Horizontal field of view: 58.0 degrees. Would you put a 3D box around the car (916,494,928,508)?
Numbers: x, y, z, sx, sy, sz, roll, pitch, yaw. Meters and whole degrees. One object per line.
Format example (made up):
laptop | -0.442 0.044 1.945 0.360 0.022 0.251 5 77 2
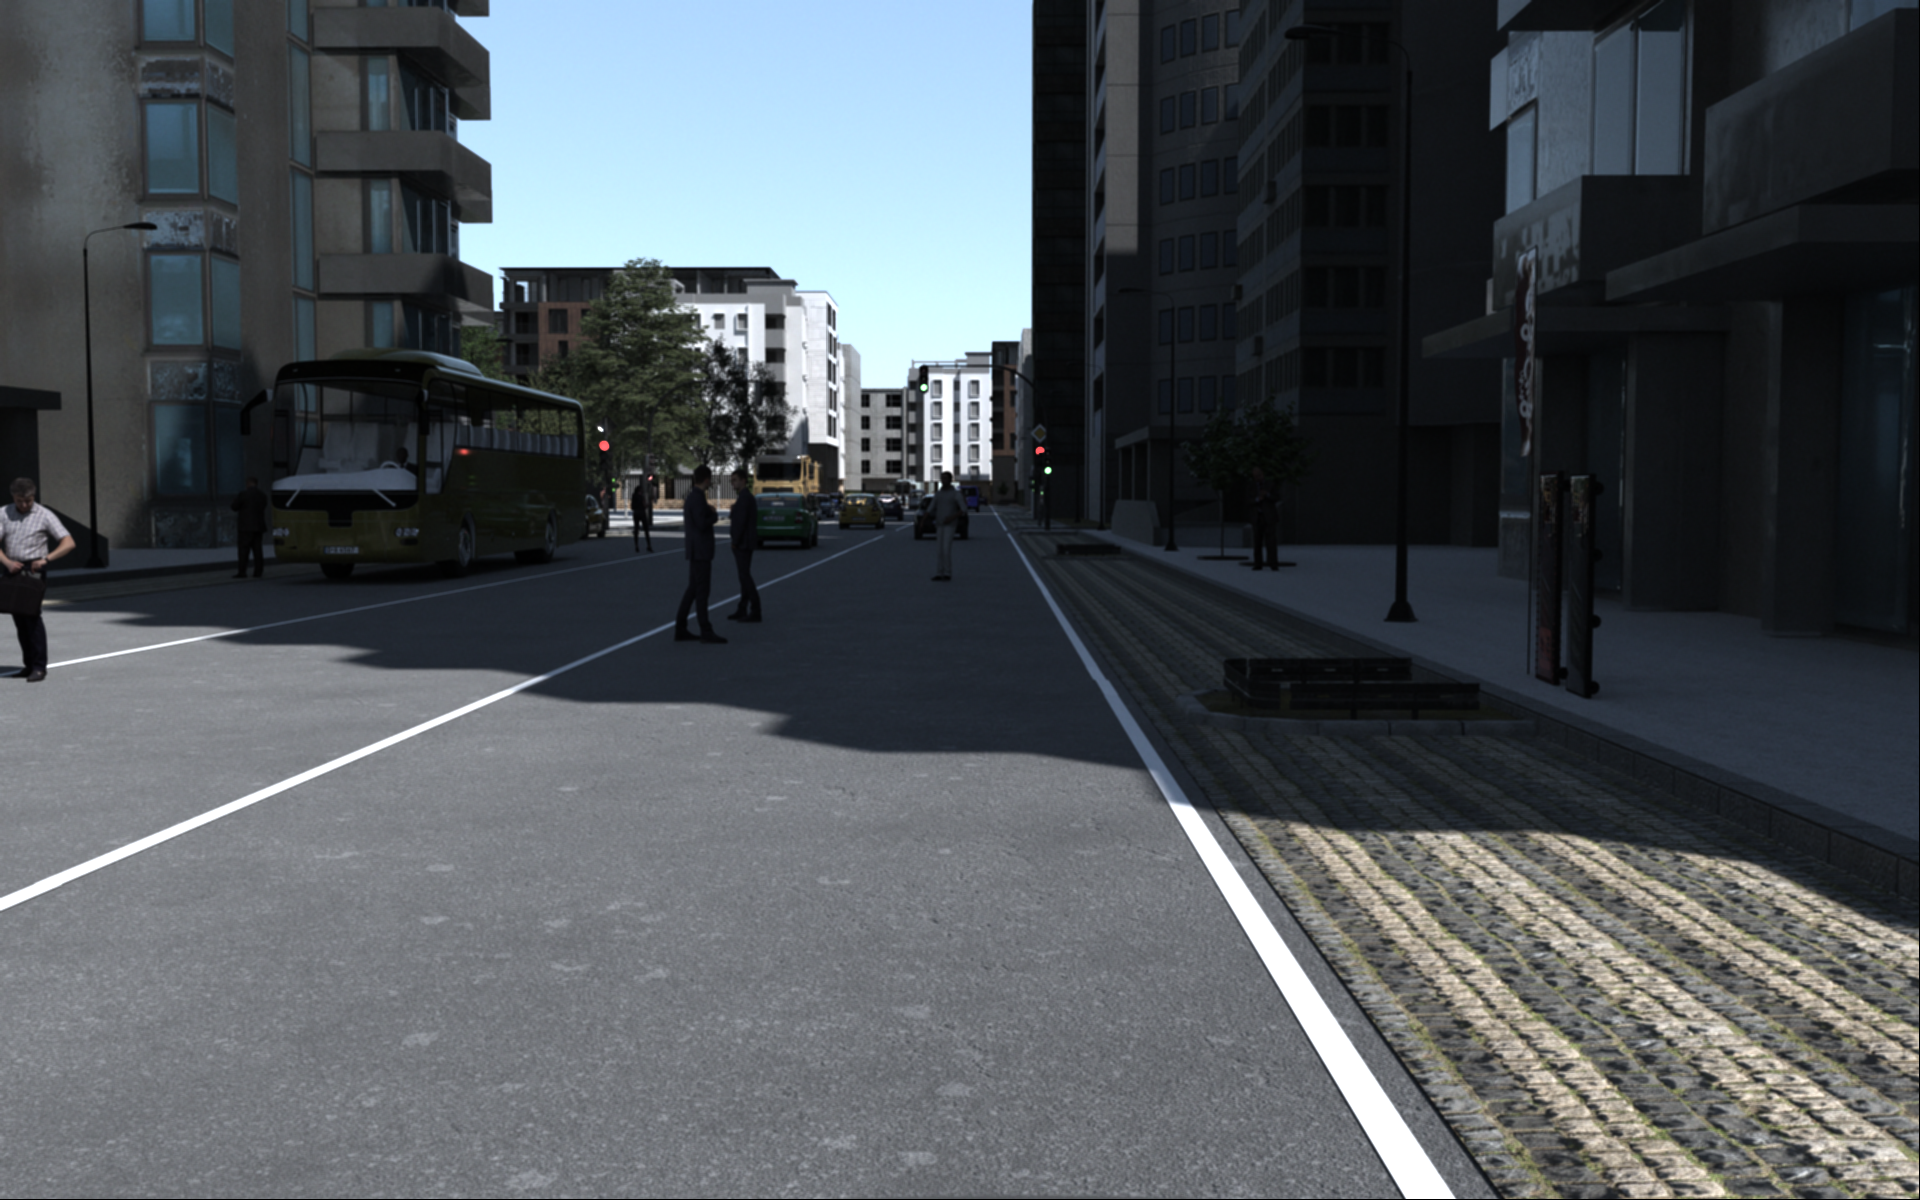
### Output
car | -3.535 -9.764 171.440 2.131 1.459 4.920 0 4 0

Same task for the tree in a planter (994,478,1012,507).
tree in a planter | 4.919 -12.263 197.719 1.991 3.239 1.994 0 4 1

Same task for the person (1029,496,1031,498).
person | 6.096 -8.588 147.164 0.721 1.736 1.217 1 4 19

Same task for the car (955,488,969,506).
car | -0.578 -6.342 112.363 2.281 1.827 5.304 0 4 2

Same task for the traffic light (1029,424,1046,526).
traffic light | 3.160 -4.895 68.948 0.839 4.253 0.868 0 4 1

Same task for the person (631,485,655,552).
person | -7.813 -2.002 42.705 0.593 1.643 0.415 -1 4 -18

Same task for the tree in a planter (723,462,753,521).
tree in a planter | -11.743 -5.908 93.823 1.991 3.239 1.994 0 4 1

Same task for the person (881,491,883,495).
person | -8.947 -11.717 200.005 0.705 1.831 1.348 -1 4 -19

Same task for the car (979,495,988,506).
car | 2.511 -12.272 213.227 1.945 1.354 3.894 0 4 0

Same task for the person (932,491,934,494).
person | -2.882 -10.956 188.432 0.445 1.727 0.742 2 4 31

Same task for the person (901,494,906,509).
person | -5.508 -9.623 169.069 0.421 1.427 0.697 1 4 13

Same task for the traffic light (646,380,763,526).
traffic light | -10.267 -5.778 69.146 4.771 5.953 1.251 0 4 1

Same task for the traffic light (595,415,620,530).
traffic light | -12.467 -4.418 61.155 0.839 4.253 0.868 0 4 1

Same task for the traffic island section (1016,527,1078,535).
traffic island section | 3.093 -2.373 61.077 2.009 0.180 2.903 0 4 1

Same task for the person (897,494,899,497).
person | -7.560 -11.885 206.003 0.628 1.438 0.799 3 5 44

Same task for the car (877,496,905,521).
car | -3.955 -4.983 94.049 1.945 1.354 3.894 0 4 0

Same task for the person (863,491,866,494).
person | -10.398 -10.967 187.906 0.705 1.812 1.348 2 4 28

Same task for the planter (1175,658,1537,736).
planter | 2.423 0.609 11.179 1.991 0.319 1.994 0 4 1

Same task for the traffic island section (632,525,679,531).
traffic island section | -12.400 -2.874 69.274 2.009 0.180 2.903 0 4 1

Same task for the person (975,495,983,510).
person | 1.497 -9.045 157.108 1.217 1.735 0.721 2 4 24

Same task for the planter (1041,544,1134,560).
planter | 2.788 -1.047 38.258 1.991 0.319 1.994 0 4 1

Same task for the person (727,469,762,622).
person | -2.442 -0.618 19.522 0.530 1.710 0.541 1 4 14

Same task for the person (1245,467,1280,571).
person | 5.089 -1.368 29.093 0.565 1.739 0.600 0 4 -7

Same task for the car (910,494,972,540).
car | -0.604 -2.813 55.782 2.009 1.686 4.222 0 4 0

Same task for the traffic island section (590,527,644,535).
traffic island section | -12.507 -2.386 61.290 2.009 0.180 2.903 0 4 1

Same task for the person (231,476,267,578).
person | -12.164 -1.247 29.569 0.600 1.739 0.565 0 4 4

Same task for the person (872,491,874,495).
person | -8.417 -9.807 169.571 0.721 1.735 1.217 1 4 23

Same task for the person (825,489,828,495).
person | -12.954 -9.820 167.320 0.721 1.735 1.217 -1 4 -13

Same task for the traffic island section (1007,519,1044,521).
traffic island section | 3.530 -4.335 93.748 1.991 0.108 1.994 0 4 1

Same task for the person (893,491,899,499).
person | -7.297 -11.353 194.126 0.705 1.824 1.348 3 5 41

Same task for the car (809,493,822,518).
car | -8.705 -5.290 95.524 2.155 1.783 4.494 0 4 2

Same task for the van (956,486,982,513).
van | 0.565 -7.978 134.824 2.240 2.365 5.245 0 4 1

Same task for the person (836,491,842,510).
person | -10.498 -8.630 150.323 0.721 1.736 1.217 -2 4 -25

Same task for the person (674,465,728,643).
person | -2.513 -0.448 16.740 0.530 1.710 0.541 0 4 -5

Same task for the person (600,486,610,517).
person | -15.442 -4.152 75.398 0.415 1.643 0.593 -1 4 -19

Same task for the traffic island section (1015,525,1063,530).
traffic island section | 3.200 -2.861 69.061 2.009 0.180 2.903 0 4 1

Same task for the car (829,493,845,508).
car | -11.092 -8.889 154.926 1.945 1.707 3.694 0 4 1

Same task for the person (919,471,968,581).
person | -0.301 -1.216 28.526 0.875 1.805 0.789 2 4 32

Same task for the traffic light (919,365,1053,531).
traffic light | 0.960 -5.271 60.850 4.771 5.953 1.251 0 4 1

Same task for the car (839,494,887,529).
car | -4.044 -3.763 71.746 2.015 1.641 3.980 0 4 1

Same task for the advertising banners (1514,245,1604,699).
advertising banners | 4.009 -0.949 11.712 0.090 3.025 2.074 0 4 4

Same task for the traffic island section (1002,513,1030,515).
traffic island section | 3.892 -5.993 120.844 1.991 0.108 1.994 0 4 1

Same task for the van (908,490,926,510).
van | -3.882 -9.409 160.854 2.013 2.044 4.112 0 4 1

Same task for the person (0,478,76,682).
person | -7.170 -0.164 13.389 0.614 1.554 0.590 0 4 -5

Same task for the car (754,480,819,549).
car | -4.790 -2.300 46.395 1.959 1.807 4.718 0 4 -1
